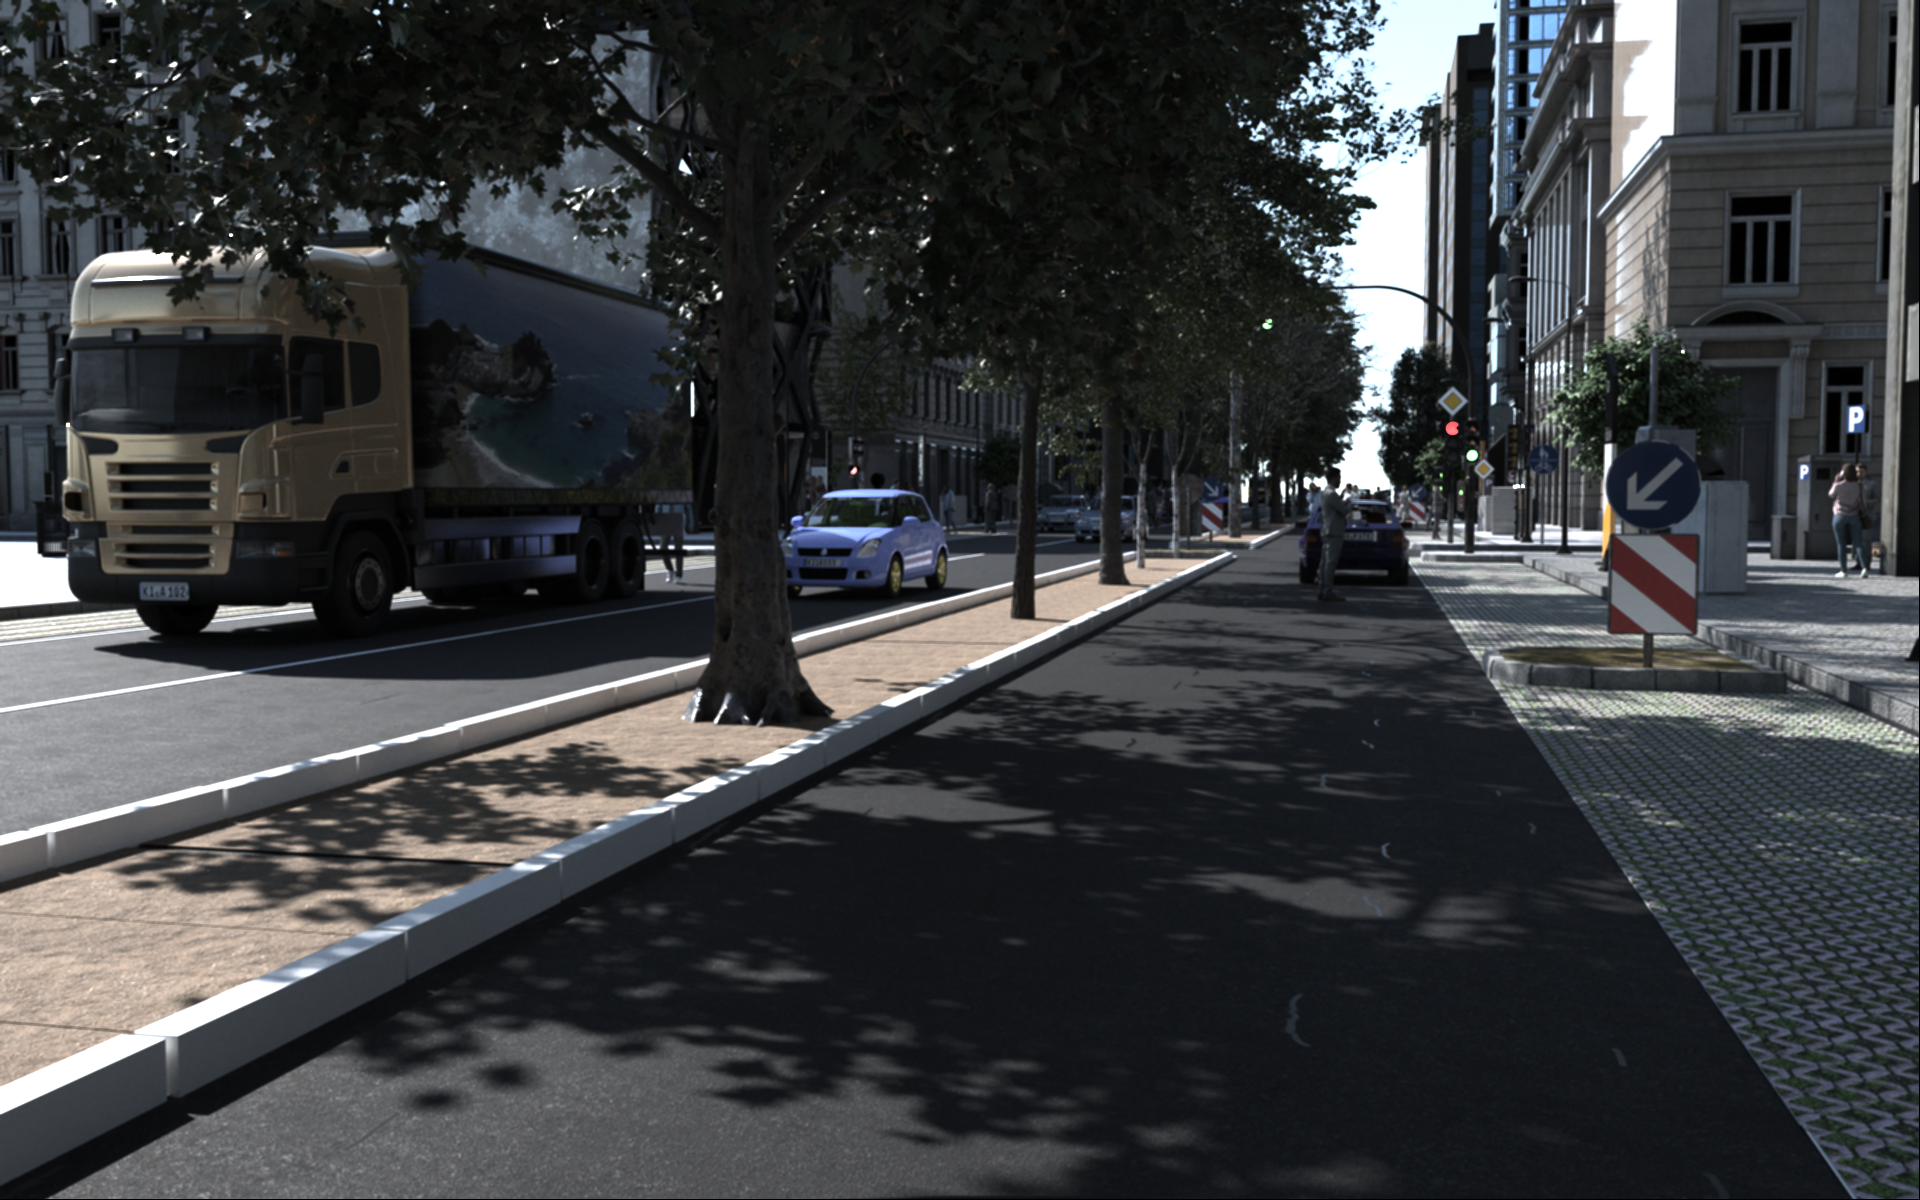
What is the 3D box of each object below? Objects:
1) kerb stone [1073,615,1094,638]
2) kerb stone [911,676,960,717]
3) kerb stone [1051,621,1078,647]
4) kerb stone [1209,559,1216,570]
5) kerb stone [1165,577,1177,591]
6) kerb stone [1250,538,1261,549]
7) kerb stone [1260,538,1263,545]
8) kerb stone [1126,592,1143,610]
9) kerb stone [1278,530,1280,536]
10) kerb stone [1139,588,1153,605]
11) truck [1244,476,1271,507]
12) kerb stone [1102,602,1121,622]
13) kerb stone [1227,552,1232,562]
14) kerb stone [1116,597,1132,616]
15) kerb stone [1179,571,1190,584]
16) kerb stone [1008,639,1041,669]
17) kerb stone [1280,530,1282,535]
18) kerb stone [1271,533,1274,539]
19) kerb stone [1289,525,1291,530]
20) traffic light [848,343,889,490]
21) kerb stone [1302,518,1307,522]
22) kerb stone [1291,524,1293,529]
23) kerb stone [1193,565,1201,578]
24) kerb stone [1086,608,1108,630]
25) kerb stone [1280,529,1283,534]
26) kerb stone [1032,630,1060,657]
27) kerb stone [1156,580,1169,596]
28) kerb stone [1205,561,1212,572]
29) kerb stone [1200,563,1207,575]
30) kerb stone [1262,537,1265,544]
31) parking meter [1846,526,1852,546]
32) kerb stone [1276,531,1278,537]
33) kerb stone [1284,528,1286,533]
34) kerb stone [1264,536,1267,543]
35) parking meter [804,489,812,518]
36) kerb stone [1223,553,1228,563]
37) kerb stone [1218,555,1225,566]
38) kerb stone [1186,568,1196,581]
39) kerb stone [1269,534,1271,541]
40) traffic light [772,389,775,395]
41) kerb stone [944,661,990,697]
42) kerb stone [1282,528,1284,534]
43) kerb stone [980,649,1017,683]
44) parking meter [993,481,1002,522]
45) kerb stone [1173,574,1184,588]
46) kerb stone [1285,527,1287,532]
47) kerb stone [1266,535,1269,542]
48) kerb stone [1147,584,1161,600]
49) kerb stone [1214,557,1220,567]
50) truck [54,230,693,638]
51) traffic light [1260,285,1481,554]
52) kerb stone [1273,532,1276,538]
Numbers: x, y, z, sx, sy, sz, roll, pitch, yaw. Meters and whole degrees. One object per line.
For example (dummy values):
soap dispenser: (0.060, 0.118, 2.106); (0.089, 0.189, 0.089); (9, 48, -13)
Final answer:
kerb stone: (1.203, 0.285, 17.596); (0.120, 0.150, 1.000); (1, 4, 13)
kerb stone: (-0.185, 0.651, 11.601); (0.120, 0.150, 1.000); (1, 4, 13)
kerb stone: (0.968, 0.342, 16.599); (0.120, 0.150, 1.000); (1, 4, 13)
kerb stone: (4.678, -0.637, 32.603); (0.120, 0.150, 1.000); (1, 4, 13)
kerb stone: (3.053, -0.209, 25.612); (0.120, 0.150, 1.000); (1, 4, 13)
kerb stone: (8.027, -1.521, 47.076); (0.120, 0.150, 1.000); (1, 4, 13)
kerb stone: (8.255, -1.583, 48.081); (0.120, 0.150, 1.000); (1, 4, 13)
kerb stone: (2.125, 0.037, 21.598); (0.120, 0.150, 1.000); (1, 4, 13)
kerb stone: (10.571, -2.194, 58.072); (0.120, 0.150, 1.000); (1, 4, 13)
kerb stone: (2.363, -0.023, 22.605); (0.120, 0.150, 1.000); (1, 4, 13)
truck: (33.053, -11.869, 189.981); (3.469, 3.379, 9.791); (1, 4, 12)
kerb stone: (1.660, 0.162, 19.596); (0.120, 0.150, 1.000); (1, 4, 13)
kerb stone: (5.603, -0.880, 36.606); (0.120, 0.150, 1.000); (1, 4, 13)
kerb stone: (1.888, 0.104, 20.593); (0.120, 0.150, 1.000); (1, 4, 13)
kerb stone: (3.521, -0.331, 27.605); (0.120, 0.150, 1.000); (1, 4, 13)
kerb stone: (0.508, 0.467, 14.596); (0.120, 0.150, 1.000); (1, 4, 13)
kerb stone: (10.807, -2.250, 59.076); (0.120, 0.150, 1.000); (1, 4, 13)
kerb stone: (9.648, -1.949, 54.068); (0.120, 0.150, 1.000); (1, 4, 13)
kerb stone: (12.657, -2.745, 67.069); (0.120, 0.150, 1.000); (1, 4, 13)
traffic light: (-0.897, -4.505, 48.328); (4.771, 5.953, 1.251); (1, 4, 13)
kerb stone: (16.820, -3.840, 85.052); (0.120, 0.150, 1.000); (1, 4, 13)
kerb stone: (12.893, -2.805, 68.067); (0.120, 0.150, 1.000); (1, 4, 13)
kerb stone: (3.978, -0.453, 29.604); (0.120, 0.150, 1.000); (1, 4, 13)
kerb stone: (1.434, 0.220, 18.599); (0.120, 0.150, 1.000); (1, 4, 13)
kerb stone: (11.034, -2.317, 60.078); (0.120, 0.150, 1.000); (1, 4, 13)
kerb stone: (0.736, 0.409, 15.593); (0.120, 0.150, 1.000); (1, 4, 13)
kerb stone: (2.822, -0.148, 24.616); (0.120, 0.150, 1.000); (1, 4, 13)
kerb stone: (4.448, -0.575, 31.599); (0.120, 0.150, 1.000); (1, 4, 13)
kerb stone: (4.208, -0.514, 30.603); (0.120, 0.150, 1.000); (1, 4, 13)
kerb stone: (8.487, -1.644, 49.077); (0.120, 0.150, 1.000); (1, 4, 13)
parking meter: (22.174, -2.132, 43.276); (0.372, 1.533, 0.369); (0, 3, 0)
kerb stone: (10.115, -2.071, 56.070); (0.120, 0.150, 1.000); (1, 4, 13)
kerb stone: (11.496, -2.439, 62.069); (0.120, 0.150, 1.000); (1, 4, 13)
kerb stone: (8.715, -1.705, 50.073); (0.120, 0.150, 1.000); (1, 4, 13)
parking meter: (-6.284, -3.895, 72.089); (0.372, 1.533, 0.369); (0, 3, 0)
kerb stone: (5.366, -0.820, 35.602); (0.120, 0.150, 1.000); (1, 4, 13)
kerb stone: (5.139, -0.759, 34.605); (0.120, 0.150, 1.000); (1, 4, 13)
kerb stone: (3.746, -0.392, 28.608); (0.120, 0.150, 1.000); (1, 4, 13)
kerb stone: (9.174, -1.827, 52.074); (0.120, 0.150, 1.000); (1, 4, 13)
traffic light: (-4.756, -3.184, 40.985); (0.839, 4.253, 0.868); (1, 4, 13)
kerb stone: (0.034, 0.587, 12.606); (0.120, 0.150, 1.000); (1, 4, 13)
kerb stone: (11.266, -2.378, 61.073); (0.120, 0.150, 1.000); (1, 4, 13)
kerb stone: (0.272, 0.526, 13.600); (0.120, 0.150, 1.000); (1, 4, 13)
parking meter: (1.729, -4.552, 80.140); (0.399, 1.863, 0.255); (-3, 4, -39)
kerb stone: (3.287, -0.266, 26.610); (0.120, 0.150, 1.000); (1, 4, 13)
kerb stone: (11.727, -2.500, 63.064); (0.120, 0.150, 1.000); (1, 4, 13)
kerb stone: (8.951, -1.766, 51.067); (0.120, 0.150, 1.000); (1, 4, 13)
kerb stone: (2.594, -0.086, 23.608); (0.120, 0.150, 1.000); (1, 4, 13)
kerb stone: (4.899, -0.698, 33.606); (0.120, 0.150, 1.000); (1, 4, 13)
truck: (-6.339, -1.949, 20.772); (2.839, 4.237, 11.283); (1, 4, 12)
traffic light: (8.936, -3.855, 37.699); (4.771, 5.953, 1.251); (1, 4, 13)
kerb stone: (9.877, -2.010, 55.065); (0.120, 0.150, 1.000); (1, 4, 13)
